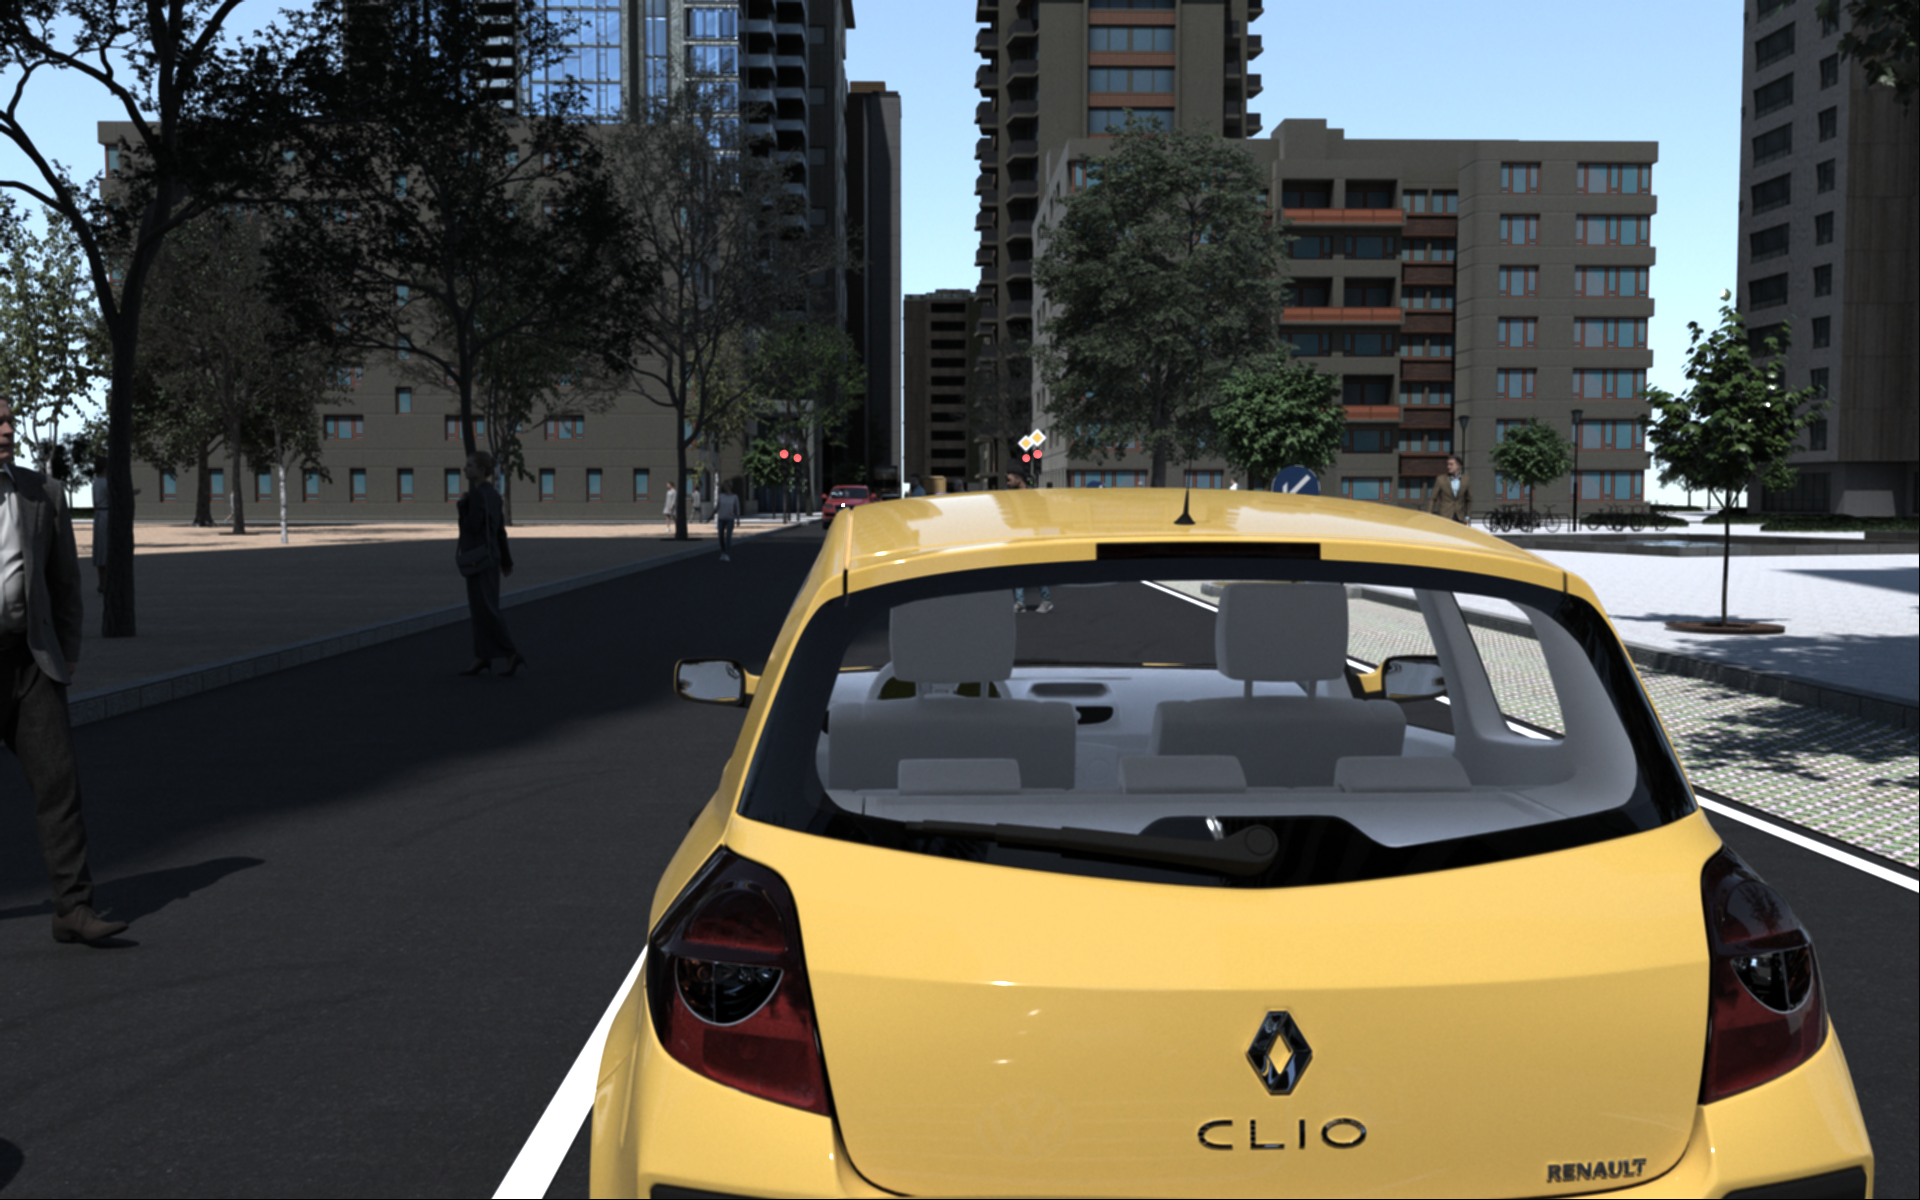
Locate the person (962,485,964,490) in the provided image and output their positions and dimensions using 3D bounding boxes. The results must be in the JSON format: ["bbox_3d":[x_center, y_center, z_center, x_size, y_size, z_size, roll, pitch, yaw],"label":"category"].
[{"bbox_3d":[-0.050,-2.737,53.530,0.520,1.790,0.573,3,4,39],"label":"person"}]

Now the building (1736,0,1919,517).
[{"bbox_3d":[49.163,-19.296,87.190,14.107,30.474,14.160,0,4,-1],"label":"building"}]

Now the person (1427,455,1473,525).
[{"bbox_3d":[6.939,-1.142,24.633,0.656,1.842,0.836,-3,4,-37],"label":"person"}]

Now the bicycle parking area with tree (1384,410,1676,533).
[{"bbox_3d":[19.591,-4.545,61.305,9.016,4.147,8.231,-1,4,-16],"label":"bicycle parking area with tree"}]

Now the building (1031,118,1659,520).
[{"bbox_3d":[19.401,-15.509,98.611,28.899,21.520,27.650,0,4,-1],"label":"building"}]

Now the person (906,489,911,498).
[{"bbox_3d":[-4.047,-7.952,138.432,0.656,1.842,0.836,1,4,23],"label":"person"}]

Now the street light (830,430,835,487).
[{"bbox_3d":[-9.111,-9.295,124.764,0.468,5.910,1.993,0,4,-1],"label":"street light"}]

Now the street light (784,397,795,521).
[{"bbox_3d":[-8.151,-6.712,82.530,0.468,5.910,1.993,0,4,-1],"label":"street light"}]

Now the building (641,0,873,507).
[{"bbox_3d":[-26.949,-55.526,220.513,31.000,86.520,22.319,0,4,-1],"label":"building"}]

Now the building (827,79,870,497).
[{"bbox_3d":[-17.237,-33.092,191.165,14.600,45.320,14.200,0,4,-1],"label":"building"}]

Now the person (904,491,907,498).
[{"bbox_3d":[-6.718,-12.751,216.978,0.705,1.824,1.348,2,4,28],"label":"person"}]

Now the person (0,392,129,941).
[{"bbox_3d":[-3.042,0.208,5.501,0.834,1.777,0.661,2,4,32],"label":"person"}]

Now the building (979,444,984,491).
[{"bbox_3d":[14.100,-55.283,216.547,22.319,86.520,31.000,0,4,-1],"label":"building"}]

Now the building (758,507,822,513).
[{"bbox_3d":[-21.515,-50.070,131.308,22.319,86.520,31.000,0,4,-1],"label":"building"}]

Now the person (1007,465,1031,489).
[{"bbox_3d":[0.770,-0.744,21.008,0.623,1.781,0.721,3,5,40],"label":"person"}]

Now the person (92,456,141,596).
[{"bbox_3d":[-10.632,-0.927,21.769,0.480,1.755,0.524,2,4,34],"label":"person"}]

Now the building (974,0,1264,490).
[{"bbox_3d":[12.403,-29.850,142.671,22.147,44.769,28.867,0,4,-1],"label":"building"}]

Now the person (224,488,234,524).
[{"bbox_3d":[-32.622,-4.188,77.728,0.466,1.731,0.760,3,5,40],"label":"person"}]

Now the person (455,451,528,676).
[{"bbox_3d":[-3.724,-0.293,13.716,0.534,1.772,0.576,-1,4,-18],"label":"person"}]

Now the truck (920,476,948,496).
[{"bbox_3d":[-2.929,-11.564,184.994,3.469,3.379,9.791,0,4,-3],"label":"truck"}]

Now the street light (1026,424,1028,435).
[{"bbox_3d":[4.392,-8.657,114.326,0.468,5.910,1.993,0,4,-1],"label":"street light"}]

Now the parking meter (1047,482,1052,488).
[{"bbox_3d":[4.491,-4.969,86.951,0.255,1.863,0.399,0,4,1],"label":"parking meter"}]

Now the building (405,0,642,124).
[{"bbox_3d":[-57.920,-55.426,218.883,31.000,86.520,22.319,0,4,-1],"label":"building"}]

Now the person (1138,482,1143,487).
[{"bbox_3d":[7.242,-3.825,69.070,0.782,1.767,0.515,-1,4,-13],"label":"person"}]

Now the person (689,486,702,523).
[{"bbox_3d":[-12.096,-4.321,79.422,0.678,1.792,0.850,2,4,35],"label":"person"}]

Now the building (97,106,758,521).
[{"bbox_3d":[-26.404,-15.306,95.295,27.650,21.520,28.899,0,4,-1],"label":"building"}]

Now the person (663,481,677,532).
[{"bbox_3d":[-9.900,-3.215,59.365,0.466,1.731,0.760,1,4,9],"label":"person"}]

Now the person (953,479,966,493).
[{"bbox_3d":[-0.019,-1.850,39.226,0.515,1.767,0.782,-3,5,-41],"label":"person"}]

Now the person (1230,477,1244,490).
[{"bbox_3d":[8.904,-3.028,55.646,0.679,1.850,0.850,-2,4,-35],"label":"person"}]

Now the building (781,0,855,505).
[{"bbox_3d":[-24.983,-35.518,169.950,28.713,52.752,27.495,0,4,-1],"label":"building"}]

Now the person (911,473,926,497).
[{"bbox_3d":[-0.797,-1.583,34.243,0.748,1.841,0.638,2,4,31],"label":"person"}]

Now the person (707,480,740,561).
[{"bbox_3d":[-5.064,-1.712,37.160,0.731,1.740,0.598,0,4,0],"label":"person"}]

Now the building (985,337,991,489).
[{"bbox_3d":[16.818,-20.092,173.550,27.650,21.520,28.899,0,4,-1],"label":"building"}]

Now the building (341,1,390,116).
[{"bbox_3d":[-74.974,-49.553,248.438,20.611,71.187,20.563,0,4,-1],"label":"building"}]

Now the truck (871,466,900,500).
[{"bbox_3d":[-7.506,-11.274,173.245,2.839,4.237,11.283,0,4,-3],"label":"truck"}]
